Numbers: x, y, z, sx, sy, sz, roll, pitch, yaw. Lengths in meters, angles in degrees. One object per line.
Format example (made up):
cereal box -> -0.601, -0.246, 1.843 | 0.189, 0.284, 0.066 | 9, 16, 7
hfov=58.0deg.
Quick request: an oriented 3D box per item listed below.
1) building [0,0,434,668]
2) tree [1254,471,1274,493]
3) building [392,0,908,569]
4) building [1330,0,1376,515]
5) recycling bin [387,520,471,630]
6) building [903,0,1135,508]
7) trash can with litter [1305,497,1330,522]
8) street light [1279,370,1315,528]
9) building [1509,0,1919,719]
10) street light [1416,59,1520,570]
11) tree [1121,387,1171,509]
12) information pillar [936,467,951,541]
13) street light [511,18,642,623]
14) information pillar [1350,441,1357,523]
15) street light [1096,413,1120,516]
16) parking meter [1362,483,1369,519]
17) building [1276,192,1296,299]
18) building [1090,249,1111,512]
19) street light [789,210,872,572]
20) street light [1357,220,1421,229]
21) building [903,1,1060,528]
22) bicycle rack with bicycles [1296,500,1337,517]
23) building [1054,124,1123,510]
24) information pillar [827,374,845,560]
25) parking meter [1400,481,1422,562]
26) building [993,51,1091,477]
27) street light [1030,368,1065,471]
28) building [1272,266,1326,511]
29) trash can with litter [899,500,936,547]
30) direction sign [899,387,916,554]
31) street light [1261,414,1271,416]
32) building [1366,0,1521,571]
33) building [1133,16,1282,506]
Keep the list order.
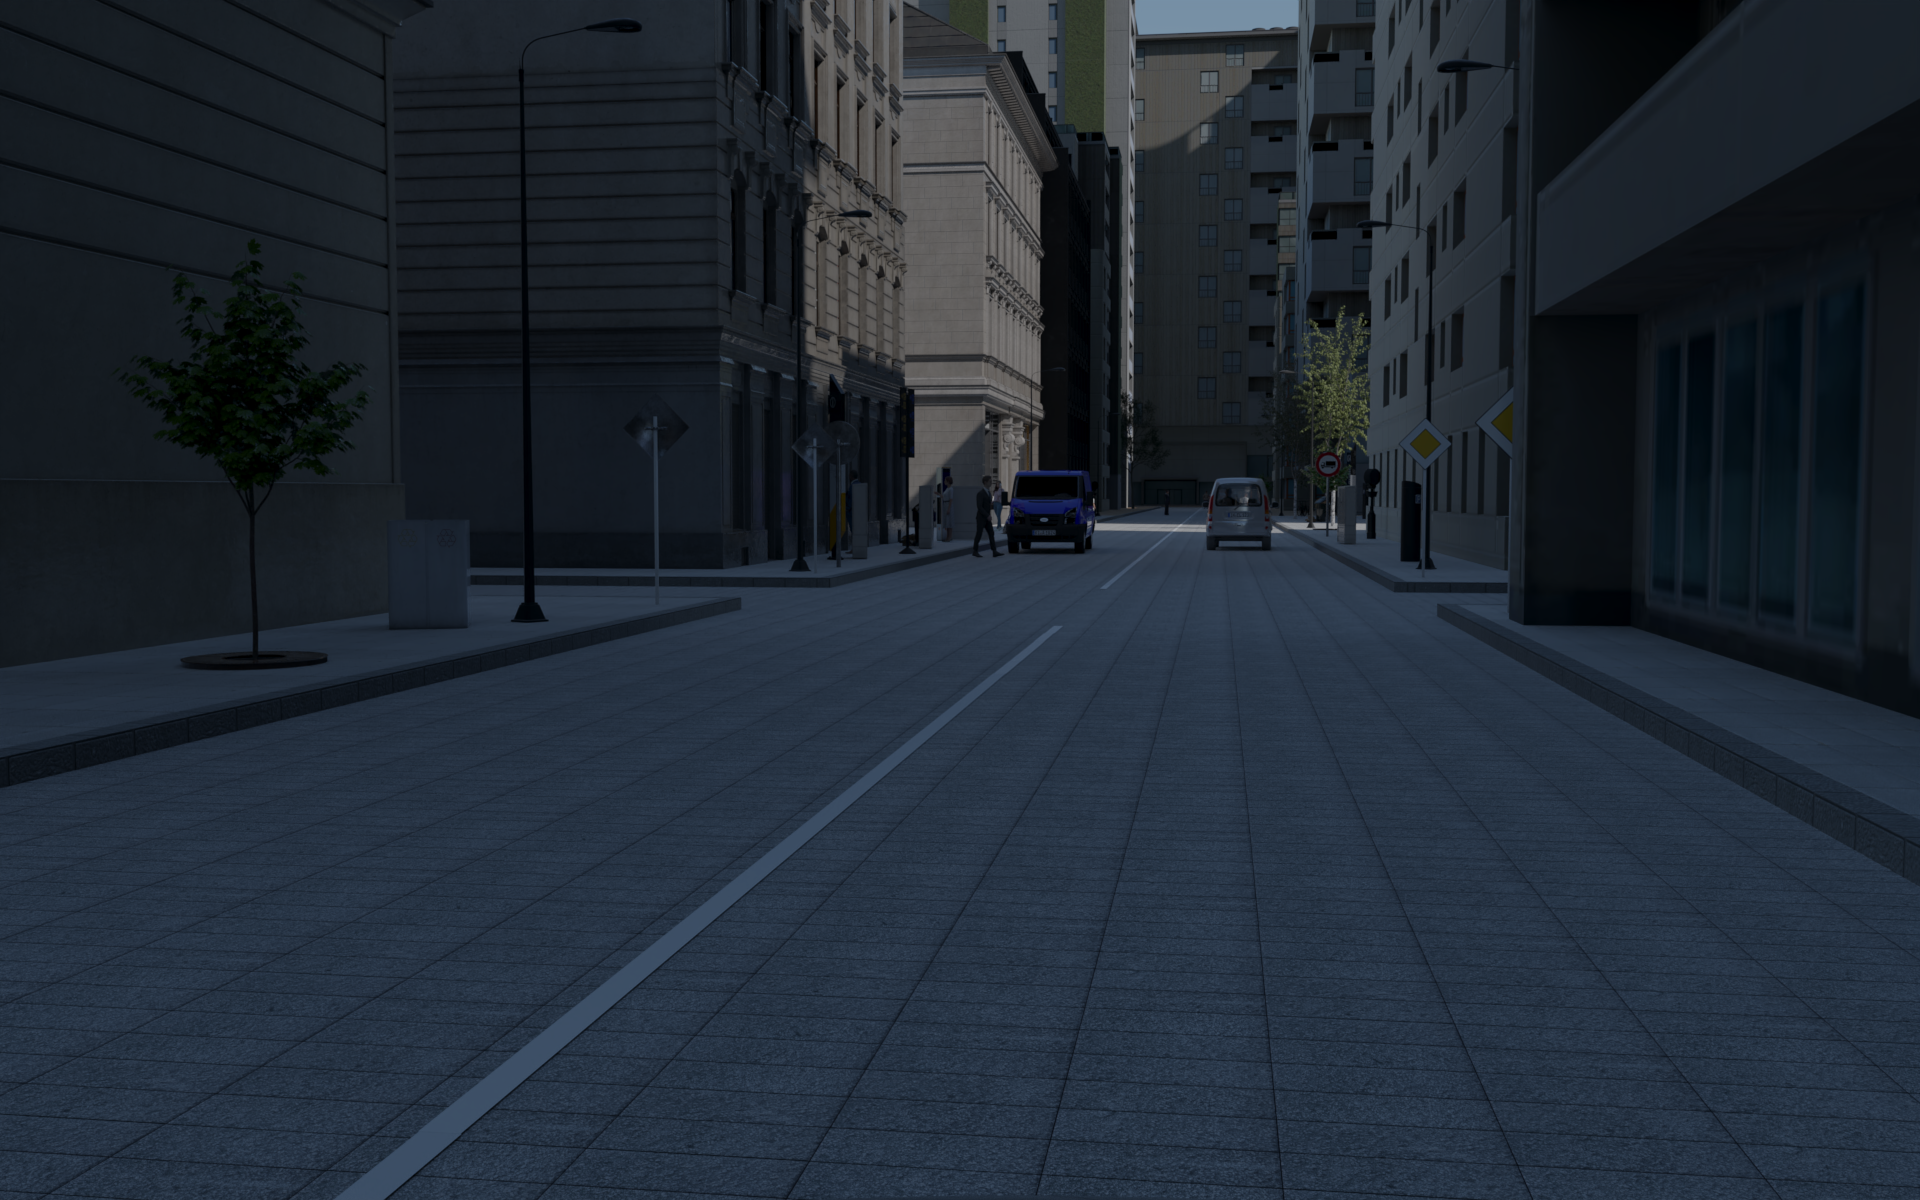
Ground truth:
building -> -21.254, -11.014, 13.356 | 30.059, 22.955, 16.112 | 1, 4, 8
tree -> 25.429, -9.251, 145.855 | 1.663, 3.219, 1.824 | 0, 3, 0
building -> -7.346, -11.571, 38.344 | 9.793, 20.994, 18.267 | 1, 4, 8
building -> 36.607, -32.169, 115.207 | 28.713, 52.752, 27.495 | 1, 4, 8
recycling bin -> -5.128, -0.257, 16.758 | 0.722, 1.027, 0.722 | -1, 4, -13
building -> 2.568, -38.249, 167.367 | 28.212, 58.520, 21.231 | 1, 4, 8
trash can with litter -> 16.293, -4.131, 78.934 | 1.055, 1.170, 0.624 | -2, 4, -27
street light -> 12.686, -5.665, 65.159 | 1.470, 5.913, 1.316 | 1, 4, 8
building -> 14.615, -23.281, 4.347 | 21.300, 48.544, 21.600 | 1, 4, 8
street light -> 5.799, -2.818, 18.621 | 1.470, 5.913, 1.316 | 1, 4, 8
tree -> 14.753, -13.233, 150.776 | 7.601, 10.594, 8.767 | 0, 4, -2
information pillar -> -0.444, -2.622, 47.355 | 0.304, 2.012, 0.304 | -2, 4, -30
street light -> -3.791, -2.728, 17.146 | 1.470, 5.913, 1.316 | 1, 4, 8
information pillar -> 17.196, -5.161, 75.744 | 0.183, 3.616, 0.504 | 2, 4, 31
street light -> 8.486, -7.771, 99.594 | 1.470, 5.913, 1.316 | 1, 4, 8
parking meter -> 20.820, -5.080, 88.764 | 0.255, 1.863, 0.399 | -1, 4, -12
building -> 37.447, -24.162, 166.748 | 14.160, 30.474, 14.107 | 1, 4, 8
building -> -4.435, -16.754, 118.962 | 27.650, 21.520, 28.899 | 1, 4, 8
street light -> -2.125, -3.424, 28.527 | 1.470, 5.913, 1.316 | 1, 4, 8
street light -> 7.427, -3.483, 29.480 | 1.470, 5.913, 1.316 | 1, 4, 8
building -> -3.248, -13.240, 67.384 | 10.553, 20.767, 40.483 | 1, 4, 8
bicycle rack with bicycles -> 20.201, -5.244, 99.125 | 2.852, 0.926, 2.925 | 3, 4, 37
building -> 5.577, -22.459, 138.899 | 14.160, 30.474, 14.107 | 1, 4, 8
information pillar -> -2.385, -2.584, 33.599 | 0.183, 3.616, 0.504 | -2, 4, -33
parking meter -> 8.568, -1.498, 32.902 | 0.372, 1.533, 0.369 | 0, 3, 0
building -> 0.472, -16.258, 95.496 | 12.332, 23.373, 15.834 | 1, 4, 8
street light -> 3.167, -5.586, 63.877 | 1.470, 5.913, 1.316 | 1, 4, 8
building -> 40.531, -18.287, 144.031 | 27.650, 21.520, 28.899 | 1, 4, 8
trash can with litter -> -1.077, -1.901, 42.472 | 1.055, 1.170, 0.624 | 3, 5, 45
direction sign -> -1.124, -2.756, 37.058 | 0.379, 3.537, 0.876 | 1, 4, 17
street light -> 18.200, -7.847, 100.839 | 1.470, 5.913, 1.316 | 1, 4, 8
building -> 25.446, -11.917, 39.879 | 28.899, 21.520, 27.650 | 1, 4, 8
building -> 28.547, -37.280, 198.762 | 27.495, 52.752, 28.713 | 1, 4, 8
